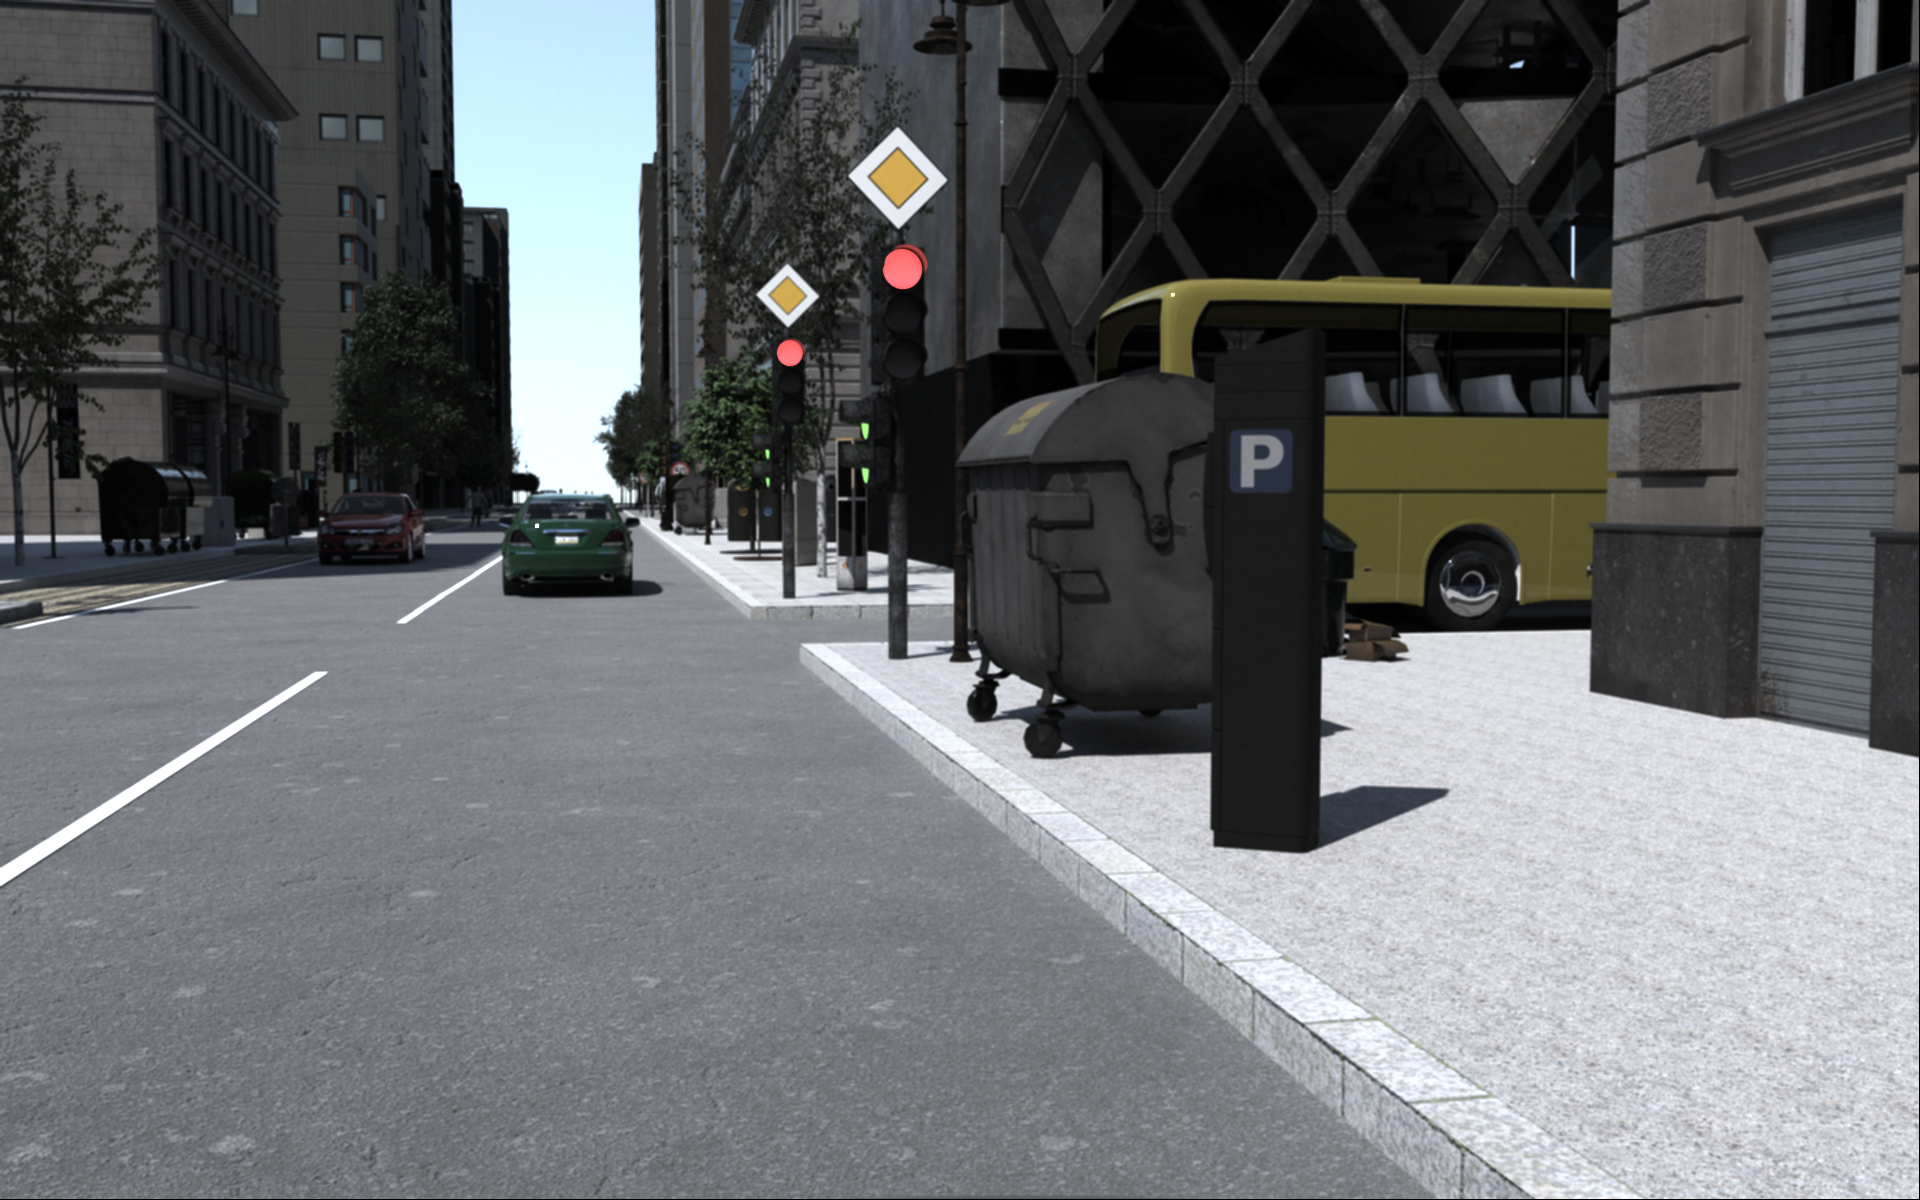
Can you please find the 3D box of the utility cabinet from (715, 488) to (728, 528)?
[{"bbox_3d":[-8.536,-3.422,64.621,1.173,1.500,0.318,1,4,13],"label":"utility cabinet"}]

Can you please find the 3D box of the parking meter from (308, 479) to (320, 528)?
[{"bbox_3d":[-24.585,-3.681,65.901,0.255,1.863,0.399,1,4,11],"label":"parking meter"}]

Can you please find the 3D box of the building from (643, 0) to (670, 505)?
[{"bbox_3d":[-30.229,-47.896,221.356,20.563,71.187,20.611,-1,4,-12],"label":"building"}]

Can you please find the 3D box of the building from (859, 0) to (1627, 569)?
[{"bbox_3d":[7.567,-10.141,33.255,16.811,18.784,16.820,-1,4,-12],"label":"building"}]

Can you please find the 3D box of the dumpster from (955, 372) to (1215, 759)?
[{"bbox_3d":[0.765,-0.206,9.131,1.264,1.857,1.865,-1,4,-12],"label":"dumpster"}]

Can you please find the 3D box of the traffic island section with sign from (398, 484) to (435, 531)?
[{"bbox_3d":[-21.753,-3.642,68.180,1.989,1.847,2.006,-1,4,-12],"label":"traffic island section with sign"}]

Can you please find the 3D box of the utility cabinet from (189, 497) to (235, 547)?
[{"bbox_3d":[-18.203,-1.895,42.147,0.306,1.237,1.020,3,5,41],"label":"utility cabinet"}]

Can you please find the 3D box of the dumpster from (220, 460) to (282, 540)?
[{"bbox_3d":[-19.835,-2.827,48.709,1.502,2.255,1.985,-1,4,-12],"label":"dumpster"}]

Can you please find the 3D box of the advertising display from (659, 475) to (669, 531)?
[{"bbox_3d":[-10.234,-3.347,59.945,0.123,1.923,0.974,-1,4,-22],"label":"advertising display"}]

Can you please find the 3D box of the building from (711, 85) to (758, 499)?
[{"bbox_3d":[-4.800,-14.892,85.289,13.314,21.916,24.055,-1,4,-12],"label":"building"}]

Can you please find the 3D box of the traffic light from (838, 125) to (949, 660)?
[{"bbox_3d":[-0.502,-1.496,13.376,0.839,4.253,0.868,-1,4,-12],"label":"traffic light"}]

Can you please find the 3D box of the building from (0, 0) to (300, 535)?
[{"bbox_3d":[-29.644,-12.453,54.517,10.553,20.767,40.483,-1,4,-12],"label":"building"}]

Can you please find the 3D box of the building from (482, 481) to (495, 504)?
[{"bbox_3d":[-72.495,-31.386,205.047,32.217,40.220,23.993,-1,4,-12],"label":"building"}]

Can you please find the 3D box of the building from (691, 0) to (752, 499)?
[{"bbox_3d":[-9.523,-28.074,109.117,14.600,45.320,14.200,-1,4,-12],"label":"building"}]

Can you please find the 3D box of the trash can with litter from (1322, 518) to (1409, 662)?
[{"bbox_3d":[3.037,-0.139,13.652,1.055,1.170,0.624,3,5,45],"label":"trash can with litter"}]

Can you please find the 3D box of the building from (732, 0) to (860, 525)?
[{"bbox_3d":[-1.968,-14.344,63.403,11.050,23.489,19.941,-1,4,-12],"label":"building"}]

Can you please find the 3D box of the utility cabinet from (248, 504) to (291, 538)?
[{"bbox_3d":[-20.044,-2.542,50.245,1.173,1.500,0.318,0,4,8],"label":"utility cabinet"}]

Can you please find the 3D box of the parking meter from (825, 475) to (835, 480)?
[{"bbox_3d":[-3.986,-2.853,52.356,0.255,1.863,0.399,2,4,35],"label":"parking meter"}]

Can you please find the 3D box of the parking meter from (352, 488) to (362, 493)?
[{"bbox_3d":[-25.090,-3.894,72.075,0.372,1.533,0.369,0,3,0],"label":"parking meter"}]

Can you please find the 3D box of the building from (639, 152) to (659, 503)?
[{"bbox_3d":[-33.786,-37.867,242.824,21.300,48.544,21.600,-1,4,-12],"label":"building"}]

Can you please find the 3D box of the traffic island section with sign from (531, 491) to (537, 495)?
[{"bbox_3d":[-48.576,-11.567,197.741,1.989,1.847,2.006,-1,4,-12],"label":"traffic island section with sign"}]

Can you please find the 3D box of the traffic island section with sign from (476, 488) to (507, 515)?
[{"bbox_3d":[-31.911,-6.645,117.271,1.989,1.847,2.006,-1,4,-12],"label":"traffic island section with sign"}]

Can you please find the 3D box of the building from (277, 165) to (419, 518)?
[{"bbox_3d":[-48.355,-15.796,103.303,27.650,21.520,28.899,-1,4,-12],"label":"building"}]

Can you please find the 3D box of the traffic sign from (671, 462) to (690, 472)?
[{"bbox_3d":[-10.965,-4.150,67.951,0.768,2.556,0.104,0,4,-2],"label":"traffic sign"}]

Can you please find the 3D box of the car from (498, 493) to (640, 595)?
[{"bbox_3d":[-5.882,-0.874,26.082,2.131,1.459,4.920,-1,4,-12],"label":"car"}]

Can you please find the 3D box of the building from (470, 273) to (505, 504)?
[{"bbox_3d":[-67.185,-27.777,225.856,14.160,30.474,14.107,-1,4,-12],"label":"building"}]

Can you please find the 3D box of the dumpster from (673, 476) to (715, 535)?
[{"bbox_3d":[-8.402,-2.997,54.767,1.264,1.857,1.865,-1,4,-12],"label":"dumpster"}]

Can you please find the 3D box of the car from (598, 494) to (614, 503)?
[{"bbox_3d":[-32.296,-8.985,156.694,2.009,1.686,4.222,-1,4,-14],"label":"car"}]

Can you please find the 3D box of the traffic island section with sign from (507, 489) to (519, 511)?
[{"bbox_3d":[-37.371,-8.259,143.669,1.989,1.847,2.006,-1,4,-12],"label":"traffic island section with sign"}]

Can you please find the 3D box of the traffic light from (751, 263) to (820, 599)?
[{"bbox_3d":[-2.121,-1.974,21.196,0.839,4.253,0.868,-1,4,-12],"label":"traffic light"}]

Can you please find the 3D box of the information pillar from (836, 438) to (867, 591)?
[{"bbox_3d":[-1.435,-1.130,22.965,0.304,2.012,0.304,2,4,34],"label":"information pillar"}]

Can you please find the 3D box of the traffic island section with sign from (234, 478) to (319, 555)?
[{"bbox_3d":[-16.282,-2.028,41.784,1.989,1.847,2.006,-1,4,-12],"label":"traffic island section with sign"}]

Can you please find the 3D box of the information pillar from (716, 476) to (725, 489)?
[{"bbox_3d":[-9.751,-4.038,70.516,0.304,2.012,0.304,-1,4,-16],"label":"information pillar"}]

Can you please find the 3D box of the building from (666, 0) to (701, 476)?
[{"bbox_3d":[-11.429,-35.997,130.556,21.231,58.520,28.212,-1,4,-12],"label":"building"}]

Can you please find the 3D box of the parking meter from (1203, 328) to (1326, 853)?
[{"bbox_3d":[1.103,-0.036,6.301,0.399,1.863,0.255,1,4,23],"label":"parking meter"}]

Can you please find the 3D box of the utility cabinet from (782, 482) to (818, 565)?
[{"bbox_3d":[-2.820,-1.377,31.192,0.318,1.500,1.173,1,4,21],"label":"utility cabinet"}]

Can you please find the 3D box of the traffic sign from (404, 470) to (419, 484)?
[{"bbox_3d":[-29.341,-5.663,92.688,0.768,2.556,0.104,0,4,-3],"label":"traffic sign"}]

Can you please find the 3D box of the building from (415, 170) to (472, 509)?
[{"bbox_3d":[-51.345,-23.299,152.647,14.160,30.474,14.107,-1,4,-12],"label":"building"}]

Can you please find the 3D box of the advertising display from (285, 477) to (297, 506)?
[{"bbox_3d":[-25.712,-3.754,66.589,0.123,1.923,0.974,0,4,1],"label":"advertising display"}]

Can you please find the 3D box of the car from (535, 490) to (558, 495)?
[{"bbox_3d":[-36.931,-8.970,155.334,2.281,1.827,5.304,-1,4,-13],"label":"car"}]

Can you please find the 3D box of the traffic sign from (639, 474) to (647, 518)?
[{"bbox_3d":[-16.886,-5.693,93.185,0.768,2.556,0.104,0,4,-7],"label":"traffic sign"}]

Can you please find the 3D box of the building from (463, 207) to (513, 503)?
[{"bbox_3d":[-69.651,-33.993,239.386,14.154,41.232,14.086,-1,4,-12],"label":"building"}]

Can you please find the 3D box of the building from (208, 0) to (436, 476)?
[{"bbox_3d":[-54.709,-33.061,129.778,28.713,52.752,27.495,-1,4,-12],"label":"building"}]

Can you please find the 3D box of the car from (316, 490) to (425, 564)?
[{"bbox_3d":[-12.463,-1.698,36.799,2.155,1.783,4.494,-1,4,-11],"label":"car"}]

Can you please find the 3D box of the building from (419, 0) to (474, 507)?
[{"bbox_3d":[-62.074,-45.557,183.100,20.563,71.187,20.611,-1,4,-12],"label":"building"}]

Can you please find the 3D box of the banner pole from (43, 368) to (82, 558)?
[{"bbox_3d":[-17.939,-2.725,34.579,0.863,3.779,0.401,0,4,8],"label":"banner pole"}]
